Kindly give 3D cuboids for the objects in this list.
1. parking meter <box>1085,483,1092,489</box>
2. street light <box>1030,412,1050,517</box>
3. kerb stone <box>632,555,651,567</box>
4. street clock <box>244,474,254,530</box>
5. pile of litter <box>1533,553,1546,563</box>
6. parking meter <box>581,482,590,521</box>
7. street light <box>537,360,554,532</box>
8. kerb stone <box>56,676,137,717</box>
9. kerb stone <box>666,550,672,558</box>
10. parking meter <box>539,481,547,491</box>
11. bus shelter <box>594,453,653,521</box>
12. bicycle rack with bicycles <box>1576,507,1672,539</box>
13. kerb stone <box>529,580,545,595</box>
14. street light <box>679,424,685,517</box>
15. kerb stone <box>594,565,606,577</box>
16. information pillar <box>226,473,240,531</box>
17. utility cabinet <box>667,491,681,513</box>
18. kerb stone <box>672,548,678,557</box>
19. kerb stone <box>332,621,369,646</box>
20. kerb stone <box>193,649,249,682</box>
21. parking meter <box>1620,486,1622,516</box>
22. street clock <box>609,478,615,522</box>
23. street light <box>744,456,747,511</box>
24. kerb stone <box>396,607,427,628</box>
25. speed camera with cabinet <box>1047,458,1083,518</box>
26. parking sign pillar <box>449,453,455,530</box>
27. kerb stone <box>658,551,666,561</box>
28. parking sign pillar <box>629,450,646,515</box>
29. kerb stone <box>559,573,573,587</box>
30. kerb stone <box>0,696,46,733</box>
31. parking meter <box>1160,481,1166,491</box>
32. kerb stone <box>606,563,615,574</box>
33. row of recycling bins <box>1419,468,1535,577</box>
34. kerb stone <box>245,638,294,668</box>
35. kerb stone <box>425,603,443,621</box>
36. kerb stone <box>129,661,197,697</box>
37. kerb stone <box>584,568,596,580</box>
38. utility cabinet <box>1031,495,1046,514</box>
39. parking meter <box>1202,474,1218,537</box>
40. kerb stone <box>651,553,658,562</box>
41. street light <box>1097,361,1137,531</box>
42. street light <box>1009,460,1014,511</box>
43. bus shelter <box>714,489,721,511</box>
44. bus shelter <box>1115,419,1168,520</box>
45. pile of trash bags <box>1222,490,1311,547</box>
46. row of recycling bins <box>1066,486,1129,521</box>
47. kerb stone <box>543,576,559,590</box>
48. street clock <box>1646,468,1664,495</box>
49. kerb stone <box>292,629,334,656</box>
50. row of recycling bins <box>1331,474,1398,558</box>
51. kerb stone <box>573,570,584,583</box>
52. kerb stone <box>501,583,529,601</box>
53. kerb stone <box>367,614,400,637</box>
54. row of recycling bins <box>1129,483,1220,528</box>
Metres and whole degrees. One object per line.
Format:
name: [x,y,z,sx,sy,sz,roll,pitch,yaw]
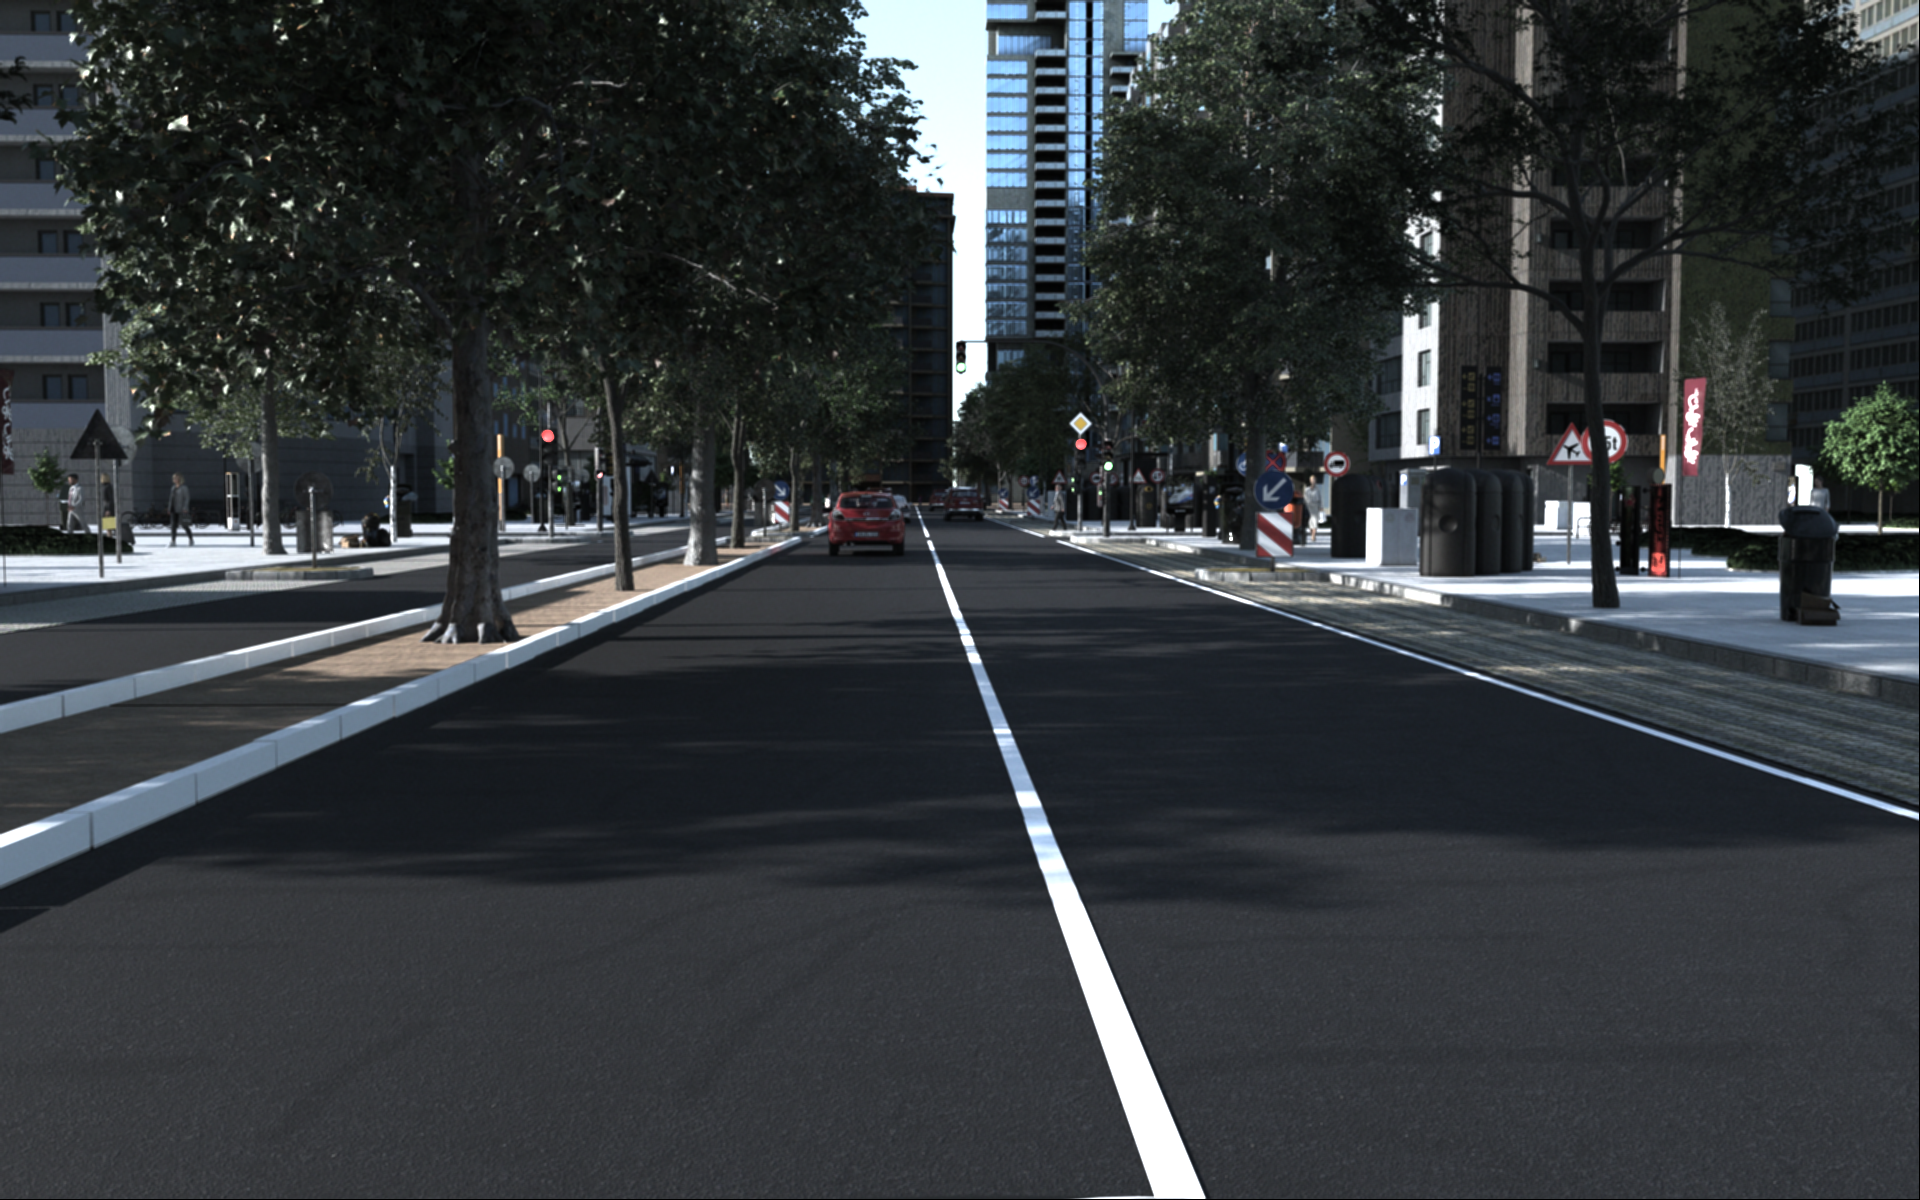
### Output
parking meter: [6.726,-5.184,90.471,0.255,1.863,0.399,2,4,30]
street light: [4.489,-7.680,98.103,1.470,5.913,1.316,0,4,-2]
kerb stone: [-6.455,-0.789,35.132,0.120,0.150,1.000,0,4,-2]
street clock: [-25.264,-3.486,61.564,0.358,2.002,0.471,-2,4,-29]
pile of litter: [10.516,-1.167,33.048,1.176,0.858,1.719,0,4,2]
parking meter: [-17.948,-4.727,83.000,0.255,1.863,0.399,2,4,32]
street light: [-13.682,-5.278,58.837,1.470,5.913,1.316,0,4,-2]
kerb stone: [-5.793,0.651,11.557,0.120,0.150,1.000,0,4,-2]
kerb stone: [-6.544,-0.977,38.219,0.120,0.150,1.000,0,4,-2]
parking meter: [-18.692,-4.406,77.750,0.255,1.863,0.399,-2,4,-33]
bus shelter: [-16.608,-5.617,85.753,2.014,3.302,5.546,0,4,-2]
bicycle rack with bicycles: [19.142,-2.200,49.355,2.925,0.926,2.852,-2,4,-27]
kerb stone: [-6.165,-0.164,24.879,0.120,0.150,1.000,0,4,-2]
street light: [-14.761,-7.500,95.160,1.470,5.913,1.316,0,4,-2]
kerb stone: [-6.321,-0.476,30.001,0.120,0.150,1.000,0,4,-2]
information pillar: [-25.175,-3.394,59.992,0.304,2.012,0.304,3,5,40]
utility cabinet: [-18.733,-6.382,113.022,1.173,1.500,0.318,-2,4,-34]
kerb stone: [-6.572,-1.043,39.243,0.120,0.150,1.000,0,4,-2]
kerb stone: [-5.933,0.339,16.678,0.120,0.150,1.000,0,4,-2]
kerb stone: [-5.856,0.526,13.600,0.120,0.150,1.000,0,4,-2]
parking meter: [19.705,-2.616,51.190,0.372,1.533,0.369,0,3,0]
street clock: [-16.017,-4.614,80.011,0.358,2.002,0.471,-1,4,-14]
street light: [-15.852,-9.729,131.603,1.470,5.913,1.316,0,4,-2]
kerb stone: [-5.996,0.212,18.731,0.120,0.150,1.000,0,4,-2]
speed camera with cabinet: [5.668,-6.045,93.175,2.038,3.252,0.660,-2,4,-34]
parking sign pillar: [-17.555,-4.496,61.981,1.447,3.967,1.447,2,4,31]
kerb stone: [-6.509,-0.918,37.198,0.120,0.150,1.000,0,4,-2]
parking sign pillar: [-19.937,-7.182,105.894,1.447,3.967,1.447,-1,4,-23]
kerb stone: [-6.221,-0.288,26.926,0.120,0.150,1.000,0,4,-2]
kerb stone: [-5.769,0.713,10.535,0.120,0.150,1.000,0,4,-2]
parking meter: [9.212,-4.449,78.447,0.255,1.863,0.399,1,4,16]
kerb stone: [-6.340,-0.540,31.026,0.120,0.150,1.000,0,4,-2]
row of recycling bins: [8.464,-1.283,28.095,1.069,1.692,3.534,3,4,37]
kerb stone: [-5.882,0.463,14.622,0.120,0.150,1.000,0,4,-2]
kerb stone: [-6.020,0.152,19.753,0.120,0.150,1.000,0,4,-2]
kerb stone: [-5.826,0.588,12.578,0.120,0.150,1.000,0,4,-2]
kerb stone: [-6.286,-0.411,28.980,0.120,0.150,1.000,0,4,-2]
utility cabinet: [4.943,-5.999,109.239,1.020,1.237,0.306,-3,5,-42]
parking meter: [7.425,-2.799,51.467,0.399,1.863,0.255,-2,4,-26]
kerb stone: [-6.486,-0.854,36.160,0.120,0.150,1.000,0,4,-2]
street light: [5.506,-5.395,60.742,1.470,5.913,1.316,0,4,-2]
street light: [3.483,-9.901,134.428,1.470,5.913,1.316,0,4,-2]
bus shelter: [-18.577,-8.403,128.666,1.731,3.624,6.357,0,4,-2]
bus shelter: [9.399,-6.918,90.741,2.179,5.291,8.768,0,4,-1]
pile of trash bags: [7.935,-2.076,43.697,1.912,1.369,3.447,-1,4,-10]
row of recycling bins: [6.798,-4.691,83.818,3.534,1.692,1.069,-2,4,-24]
kerb stone: [-6.198,-0.226,25.904,0.120,0.150,1.000,0,4,-2]
street clock: [19.015,-2.620,47.406,0.471,2.002,0.358,-2,4,-29]
kerb stone: [-5.906,0.400,15.649,0.120,0.150,1.000,0,4,-2]
row of recycling bins: [8.364,-1.783,36.262,1.069,1.692,3.534,1,4,20]
kerb stone: [-6.257,-0.352,27.949,0.120,0.150,1.000,0,4,-2]
kerb stone: [-6.137,-0.102,23.857,0.120,0.150,1.000,0,4,-2]
kerb stone: [-5.961,0.275,17.709,0.120,0.150,1.000,0,4,-2]
row of recycling bins: [8.433,-3.617,66.244,3.534,1.692,1.069,1,4,20]
